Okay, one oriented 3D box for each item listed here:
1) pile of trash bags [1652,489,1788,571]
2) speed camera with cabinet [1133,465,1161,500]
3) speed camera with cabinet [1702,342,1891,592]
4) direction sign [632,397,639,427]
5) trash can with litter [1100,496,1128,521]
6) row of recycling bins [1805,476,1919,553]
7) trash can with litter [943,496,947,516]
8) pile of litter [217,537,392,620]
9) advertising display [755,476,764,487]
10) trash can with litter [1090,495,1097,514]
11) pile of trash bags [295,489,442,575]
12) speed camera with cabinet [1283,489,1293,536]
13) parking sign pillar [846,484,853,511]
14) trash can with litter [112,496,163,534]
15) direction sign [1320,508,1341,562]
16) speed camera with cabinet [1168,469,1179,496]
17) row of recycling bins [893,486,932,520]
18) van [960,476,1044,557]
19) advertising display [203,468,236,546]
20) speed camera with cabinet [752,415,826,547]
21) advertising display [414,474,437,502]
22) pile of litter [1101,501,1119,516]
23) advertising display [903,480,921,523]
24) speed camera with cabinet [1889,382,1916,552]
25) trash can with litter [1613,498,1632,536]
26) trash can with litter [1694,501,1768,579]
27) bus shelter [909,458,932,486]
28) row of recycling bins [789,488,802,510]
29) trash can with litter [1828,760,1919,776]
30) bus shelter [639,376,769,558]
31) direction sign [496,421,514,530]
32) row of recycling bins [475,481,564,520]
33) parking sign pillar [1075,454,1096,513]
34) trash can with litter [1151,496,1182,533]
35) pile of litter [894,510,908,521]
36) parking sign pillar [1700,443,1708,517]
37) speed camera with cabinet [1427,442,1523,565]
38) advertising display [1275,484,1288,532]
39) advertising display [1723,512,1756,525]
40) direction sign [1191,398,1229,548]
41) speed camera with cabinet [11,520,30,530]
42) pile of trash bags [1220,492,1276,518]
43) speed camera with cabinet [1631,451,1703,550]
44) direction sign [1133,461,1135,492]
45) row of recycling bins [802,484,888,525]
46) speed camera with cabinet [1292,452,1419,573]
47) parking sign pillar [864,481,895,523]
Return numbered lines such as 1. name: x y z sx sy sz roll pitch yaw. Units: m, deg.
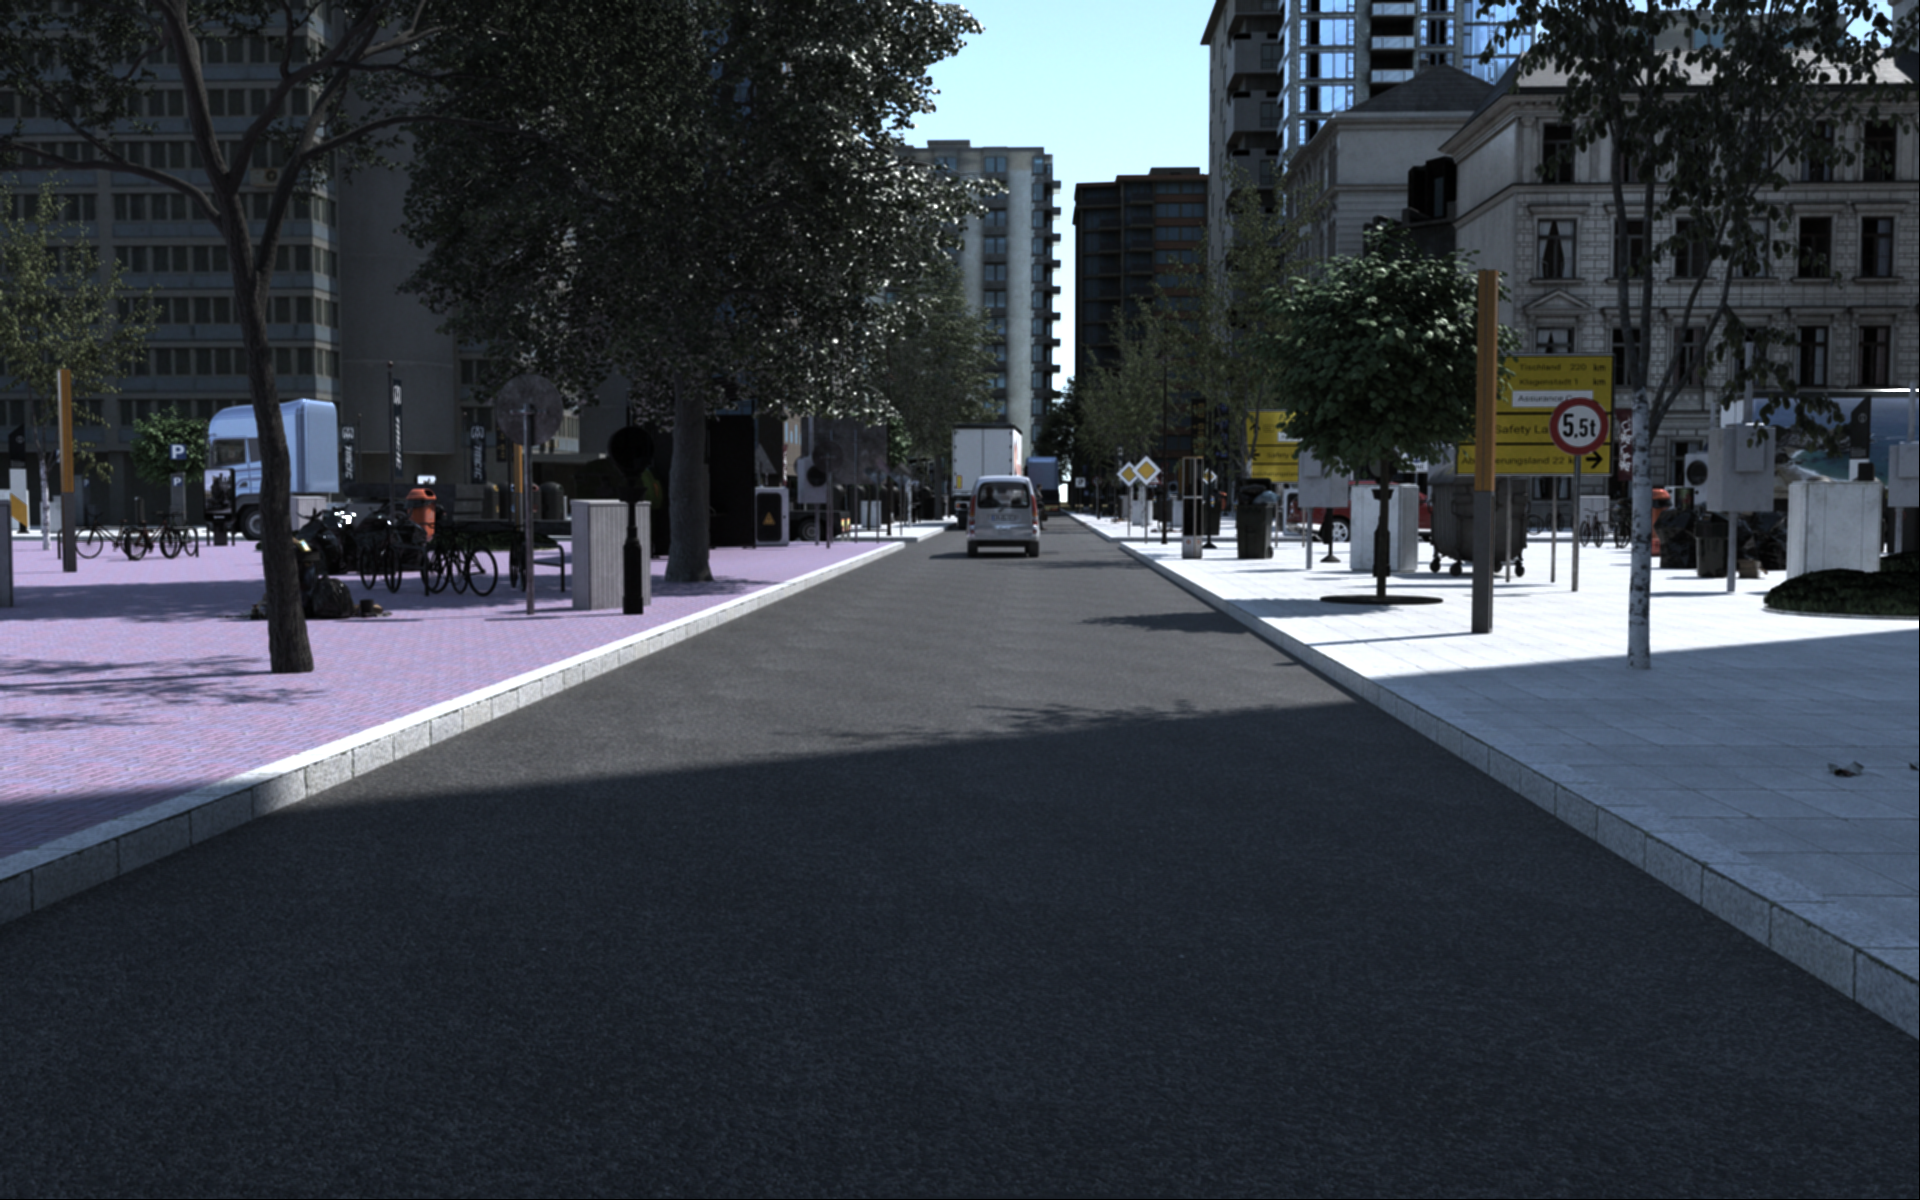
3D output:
1. pile of trash bags: 13.017 -1.262 30.382 1.912 1.369 3.447 -1 4 -13
2. speed camera with cabinet: 12.581 -7.471 116.483 2.038 3.252 0.660 1 4 23
3. speed camera with cabinet: 10.963 -1.739 22.766 2.038 3.252 0.660 0 4 3
4. direction sign: -6.772 -2.822 38.136 0.876 3.537 0.379 0 4 2
5. trash can with litter: 7.752 -4.357 82.294 1.678 1.210 2.233 1 4 12
6. row of recycling bins: 20.206 -1.880 37.846 3.534 1.692 1.069 3 5 43
7. trash can with litter: -1.302 -5.301 98.066 1.055 1.170 0.624 -1 4 -10
8. pile of litter: -6.876 -0.257 18.165 1.719 0.858 1.176 1 4 16
9. advertising display: -7.385 -3.580 63.741 0.123 1.923 0.974 1 4 9
10. trash can with litter: 8.802 -6.010 109.316 1.678 1.210 2.233 1 4 11
11. pile of trash bags: -9.677 -1.172 28.908 1.912 1.369 3.447 1 4 10
12. speed camera with cabinet: 10.947 -3.585 52.947 2.038 3.252 0.660 1 4 20
13. parking sign pillar: -6.935 -7.595 112.656 1.447 3.967 1.447 -2 4 -27
14. trash can with litter: -26.922 -2.778 56.483 1.678 1.210 2.233 -1 4 -16
15. direction sign: 6.987 -2.481 32.564 0.876 3.537 0.379 -3 5 -45
16. speed camera with cabinet: 14.392 -7.770 121.370 2.038 3.252 0.660 2 4 28
17. row of recycling bins: -3.075 -4.943 87.923 3.534 1.692 1.069 1 4 19
18. van: 0.992 -2.064 40.754 2.013 2.044 4.112 0 4 0
19. advertising display: -18.392 -2.313 43.030 0.974 1.923 0.123 2 4 24
20. speed camera with cabinet: -4.255 -2.955 42.657 2.038 3.252 0.660 -2 4 -24
21. advertising display: -17.270 -3.107 56.018 0.123 1.923 0.974 1 4 22
22. pile of litter: 8.938 -5.285 100.367 1.719 0.858 1.176 -1 4 -13
23. advertising display: -2.126 -4.380 76.830 0.974 1.923 0.123 -3 5 -41
24. speed camera with cabinet: 17.505 -2.211 30.481 2.038 3.252 0.660 2 4 29
25. trash can with litter: 20.455 -2.525 52.670 1.055 1.170 0.624 -1 4 -22
26. trash can with litter: 11.848 -0.931 26.610 1.055 1.170 0.624 2 4 32
27. bus shelter: -2.911 -7.554 114.784 1.731 3.624 6.357 0 4 3
28. row of recycling bins: -11.167 -6.970 121.075 3.534 1.692 1.069 0 4 8
29. trash can with litter: 4.973 0.226 7.355 2.233 1.210 1.678 3 5 43
30. bus shelter: -5.442 -2.838 37.676 1.731 3.624 6.357 0 4 2
31. direction sign: -10.959 -3.066 42.126 0.876 3.537 0.379 2 4 34
32. row of recycling bins: -14.709 -3.086 57.573 1.069 1.692 3.534 3 4 37
33. parking sign pillar: 8.419 -7.761 115.368 1.447 3.967 1.447 0 4 4
34. trash can with litter: 7.292 -2.881 58.166 2.233 1.210 1.678 -1 4 -21
35. pile of litter: -2.694 -4.159 81.964 1.176 0.858 1.719 1 4 18
36. parking sign pillar: 27.483 -4.553 62.910 1.447 3.967 1.447 -2 4 -32
37. speed camera with cabinet: 9.533 -2.307 32.062 0.660 3.252 2.038 -2 4 -24
38. advertising display: 10.961 -3.297 59.115 0.123 1.923 0.974 -1 4 -8
39. advertising display: 17.234 -2.046 38.660 0.974 1.923 0.123 2 4 35
40. direction sign: 5.907 -2.997 40.992 0.876 3.537 0.379 0 4 7
41. speed camera with cabinet: -34.043 -4.083 61.087 2.038 3.252 0.660 -1 4 -22
42. pile of trash bags: 15.378 -5.070 92.654 3.447 1.369 1.912 1 4 19
43. speed camera with cabinet: 15.729 -2.665 37.903 0.660 3.252 2.038 -2 4 -28
44. direction sign: 10.749 -7.015 106.684 0.379 3.537 0.876 1 4 17
45. row of recycling bins: -4.758 -4.043 73.213 3.534 1.692 1.069 0 4 2
46. speed camera with cabinet: 6.674 -2.122 29.037 0.660 3.252 2.038 -3 5 -43
47. parking sign pillar: -3.591 -5.346 75.873 1.447 3.967 1.447 1 4 14
